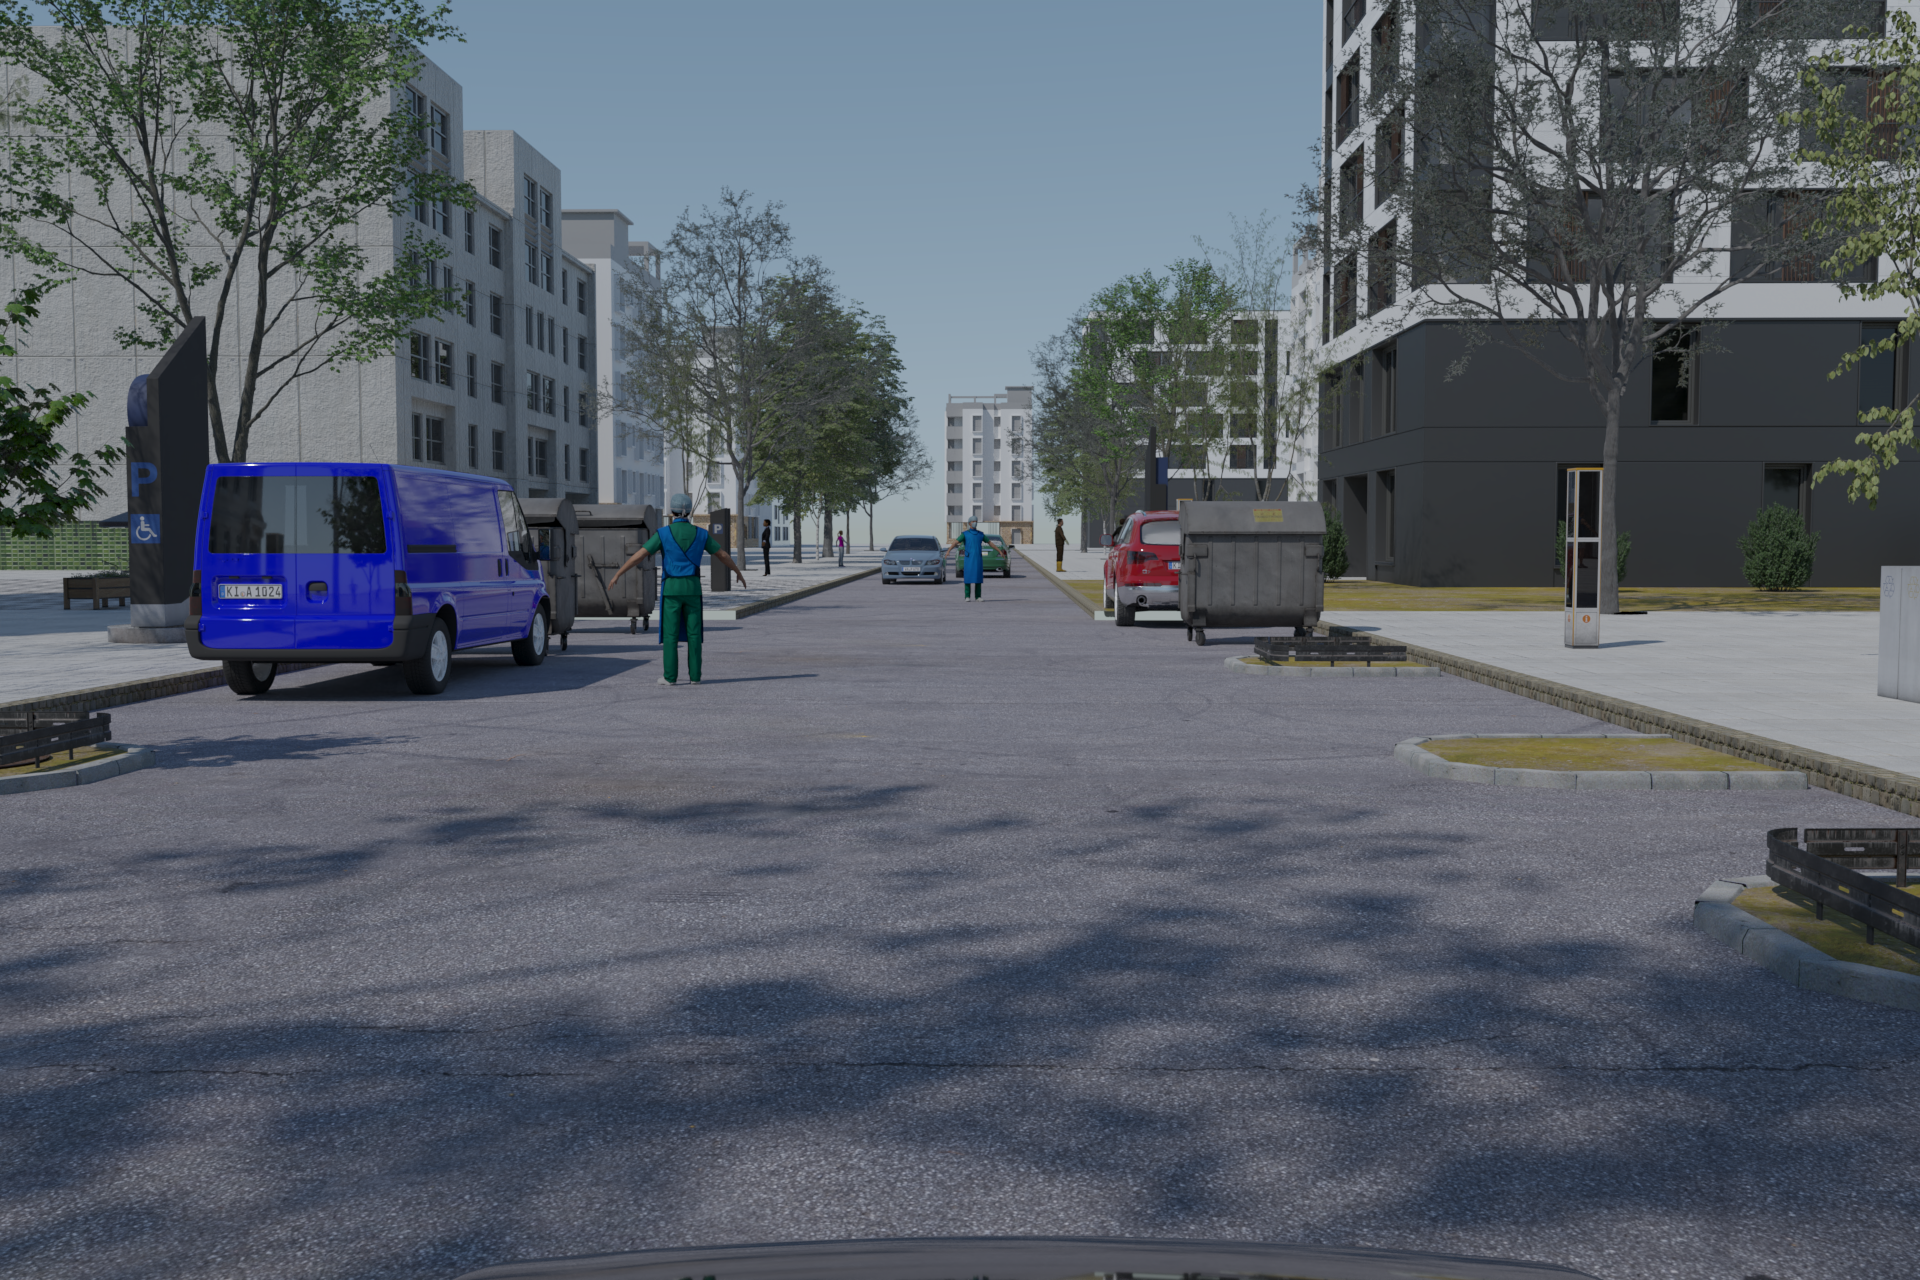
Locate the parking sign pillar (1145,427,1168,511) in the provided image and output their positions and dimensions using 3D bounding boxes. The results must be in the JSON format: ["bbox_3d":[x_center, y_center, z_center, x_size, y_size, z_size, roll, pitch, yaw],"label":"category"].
[{"bbox_3d":[4.987,-3.410,44.227,1.447,3.967,1.447,0,3,0],"label":"parking sign pillar"}]

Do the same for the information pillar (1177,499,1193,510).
[{"bbox_3d":[4.705,-1.948,36.348,0.304,2.012,0.304,0,4,1],"label":"information pillar"}]

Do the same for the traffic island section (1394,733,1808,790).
[{"bbox_3d":[3.771,0.743,10.710,1.991,0.108,1.994,0,4,1],"label":"traffic island section"}]

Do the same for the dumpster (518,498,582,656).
[{"bbox_3d":[-5.573,-0.766,20.746,1.865,1.857,1.264,0,4,1],"label":"dumpster"}]

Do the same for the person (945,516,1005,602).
[{"bbox_3d":[0.293,-1.718,36.672,1.347,1.817,0.704,-1,4,-19],"label":"person"}]

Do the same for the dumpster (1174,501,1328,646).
[{"bbox_3d":[3.781,-0.881,22.626,1.865,1.857,1.264,0,4,1],"label":"dumpster"}]

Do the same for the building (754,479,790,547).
[{"bbox_3d":[-23.244,-15.280,191.979,9.099,9.664,28.070,0,4,2],"label":"building"}]

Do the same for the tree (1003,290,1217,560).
[{"bbox_3d":[7.668,-10.785,86.697,12.009,13.543,11.850,0,3,0],"label":"tree"}]

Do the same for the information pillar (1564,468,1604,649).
[{"bbox_3d":[6.989,-0.913,19.418,0.304,2.012,0.304,0,4,1],"label":"information pillar"}]

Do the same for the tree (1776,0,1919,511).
[{"bbox_3d":[9.441,-4.002,15.798,4.737,8.622,4.395,0,3,0],"label":"tree"}]

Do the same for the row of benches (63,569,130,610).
[{"bbox_3d":[-14.520,-0.967,31.279,1.422,0.672,4.104,1,4,10],"label":"row of benches"}]

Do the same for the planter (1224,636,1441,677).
[{"bbox_3d":[3.850,0.168,18.388,1.991,0.319,1.994,0,4,1],"label":"planter"}]

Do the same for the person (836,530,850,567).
[{"bbox_3d":[-4.606,-3.587,67.913,0.599,1.433,0.991,-3,4,-36],"label":"person"}]

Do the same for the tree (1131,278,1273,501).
[{"bbox_3d":[7.040,-6.095,50.012,4.360,8.622,3.978,0,3,0],"label":"tree"}]

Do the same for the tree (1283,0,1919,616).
[{"bbox_3d":[10.420,-7.168,27.563,12.009,13.543,11.850,0,3,0],"label":"tree"}]

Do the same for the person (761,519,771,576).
[{"bbox_3d":[-5.959,-2.809,52.653,0.721,1.740,1.216,0,4,-7],"label":"person"}]

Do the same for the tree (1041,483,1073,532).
[{"bbox_3d":[12.668,-16.765,224.470,4.737,8.622,4.395,0,3,0],"label":"tree"}]

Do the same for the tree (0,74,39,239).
[{"bbox_3d":[-11.302,-4.056,16.684,4.360,8.622,3.978,0,3,0],"label":"tree"}]

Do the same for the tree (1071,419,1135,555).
[{"bbox_3d":[8.823,-9.438,104.677,4.360,8.622,3.978,0,3,0],"label":"tree"}]

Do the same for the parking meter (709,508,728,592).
[{"bbox_3d":[-5.390,-2.014,38.633,0.399,1.863,0.255,0,4,3],"label":"parking meter"}]

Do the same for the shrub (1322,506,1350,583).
[{"bbox_3d":[9.495,-2.541,45.589,1.661,2.075,1.752,0,3,0],"label":"shrub"}]

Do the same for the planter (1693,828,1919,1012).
[{"bbox_3d":[3.662,0.932,5.909,1.991,0.319,1.994,0,4,2],"label":"planter"}]

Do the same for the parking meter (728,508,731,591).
[{"bbox_3d":[-5.389,-2.044,39.124,0.399,1.863,0.255,0,4,3],"label":"parking meter"}]

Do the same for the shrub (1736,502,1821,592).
[{"bbox_3d":[18.190,-2.085,38.517,1.690,2.028,1.600,0,3,0],"label":"shrub"}]

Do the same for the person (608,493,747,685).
[{"bbox_3d":[-2.660,-0.483,16.480,1.347,1.817,0.704,-2,4,-24],"label":"person"}]

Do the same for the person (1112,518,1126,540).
[{"bbox_3d":[5.474,-3.171,58.031,0.705,1.806,1.347,-3,5,-42],"label":"person"}]

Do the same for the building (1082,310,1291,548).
[{"bbox_3d":[26.074,-20.206,174.334,27.936,21.610,32.646,0,4,1],"label":"building"}]

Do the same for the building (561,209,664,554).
[{"bbox_3d":[-24.997,-15.038,102.287,16.016,20.090,11.380,0,4,2],"label":"building"}]

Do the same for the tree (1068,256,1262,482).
[{"bbox_3d":[7.574,-8.490,64.561,9.928,11.665,9.643,0,3,0],"label":"tree"}]

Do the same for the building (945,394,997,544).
[{"bbox_3d":[-1.667,-22.444,225.843,11.380,20.090,16.016,0,4,5],"label":"building"}]

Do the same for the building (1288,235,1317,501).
[{"bbox_3d":[26.277,-15.535,110.421,16.016,20.090,11.380,0,4,1],"label":"building"}]

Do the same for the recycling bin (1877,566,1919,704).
[{"bbox_3d":[7.620,-0.050,13.371,0.722,1.027,0.722,0,4,2],"label":"recycling bin"}]

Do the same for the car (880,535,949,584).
[{"bbox_3d":[-1.314,-2.370,50.755,2.014,1.417,4.499,0,4,2],"label":"car"}]

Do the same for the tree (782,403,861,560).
[{"bbox_3d":[-6.879,-8.188,84.239,4.737,8.622,4.395,0,3,0],"label":"tree"}]

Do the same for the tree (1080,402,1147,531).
[{"bbox_3d":[8.438,-8.987,97.299,4.360,8.622,3.978,0,3,0],"label":"tree"}]

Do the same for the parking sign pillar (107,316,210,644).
[{"bbox_3d":[-9.522,-1.981,20.861,1.447,3.967,1.447,0,4,1],"label":"parking sign pillar"}]

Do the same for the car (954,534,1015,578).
[{"bbox_3d":[0.790,-2.829,58.057,2.131,1.459,4.920,0,4,1],"label":"car"}]

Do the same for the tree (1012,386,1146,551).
[{"bbox_3d":[9.532,-13.699,134.342,12.009,13.543,11.850,0,3,0],"label":"tree"}]

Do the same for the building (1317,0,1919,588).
[{"bbox_3d":[25.417,-13.022,56.890,27.936,21.610,32.646,0,4,1],"label":"building"}]

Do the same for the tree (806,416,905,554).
[{"bbox_3d":[-6.983,-10.817,111.276,8.767,10.594,7.601,2,4,35],"label":"tree"}]

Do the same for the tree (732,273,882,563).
[{"bbox_3d":[-6.894,-9.650,75.900,7.486,12.596,7.792,0,3,0],"label":"tree"}]

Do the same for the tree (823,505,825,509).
[{"bbox_3d":[-16.047,-22.338,221.107,12.611,20.169,13.585,0,3,0],"label":"tree"}]

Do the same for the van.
[{"bbox_3d":[-5.538,-0.780,17.130,2.240,2.365,5.245,0,4,1],"label":"van"}]

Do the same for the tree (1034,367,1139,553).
[{"bbox_3d":[8.664,-12.217,117.870,7.486,12.596,7.792,0,3,0],"label":"tree"}]

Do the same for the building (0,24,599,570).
[{"bbox_3d":[-27.875,-12.835,76.317,16.747,18.905,31.486,0,4,1],"label":"building"}]

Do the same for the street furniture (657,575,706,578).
[{"bbox_3d":[-13.015,-2.299,44.449,11.010,1.723,9.812,-2,4,-27],"label":"street furniture"}]

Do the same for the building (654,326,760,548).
[{"bbox_3d":[-25.175,-18.489,158.723,16.016,20.090,11.380,0,4,2],"label":"building"}]

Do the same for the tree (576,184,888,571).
[{"bbox_3d":[-7.653,-9.182,60.493,12.009,13.543,11.850,0,3,0],"label":"tree"}]

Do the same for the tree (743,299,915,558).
[{"bbox_3d":[-7.337,-11.504,94.741,9.857,13.997,8.962,0,3,0],"label":"tree"}]

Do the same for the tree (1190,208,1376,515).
[{"bbox_3d":[6.942,-5.469,39.779,4.360,8.622,3.978,0,3,0],"label":"tree"}]

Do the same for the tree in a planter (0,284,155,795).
[{"bbox_3d":[-6.005,-0.794,10.209,1.991,3.239,1.994,0,4,1],"label":"tree in a planter"}]

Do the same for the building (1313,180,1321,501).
[{"bbox_3d":[23.592,-14.232,89.120,16.016,20.090,11.380,0,4,1],"label":"building"}]

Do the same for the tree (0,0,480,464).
[{"bbox_3d":[-11.486,-6.196,27.057,9.928,11.665,9.643,0,3,0],"label":"tree"}]

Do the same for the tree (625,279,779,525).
[{"bbox_3d":[-8.146,-6.140,50.755,4.360,8.622,3.978,0,3,0],"label":"tree"}]

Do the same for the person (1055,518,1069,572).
[{"bbox_3d":[3.416,-3.211,58.631,0.704,1.812,1.346,-1,4,-12],"label":"person"}]

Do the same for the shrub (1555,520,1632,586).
[{"bbox_3d":[13.928,-2.062,38.130,1.690,2.028,1.600,0,3,0],"label":"shrub"}]

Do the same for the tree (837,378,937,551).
[{"bbox_3d":[-6.718,-13.359,128.788,12.009,13.543,11.850,0,3,0],"label":"tree"}]

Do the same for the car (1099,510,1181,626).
[{"bbox_3d":[3.461,-1.205,28.382,2.281,1.827,5.304,0,4,2],"label":"car"}]

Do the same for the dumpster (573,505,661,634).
[{"bbox_3d":[-5.363,-1.036,25.149,1.865,1.857,1.264,0,4,1],"label":"dumpster"}]
